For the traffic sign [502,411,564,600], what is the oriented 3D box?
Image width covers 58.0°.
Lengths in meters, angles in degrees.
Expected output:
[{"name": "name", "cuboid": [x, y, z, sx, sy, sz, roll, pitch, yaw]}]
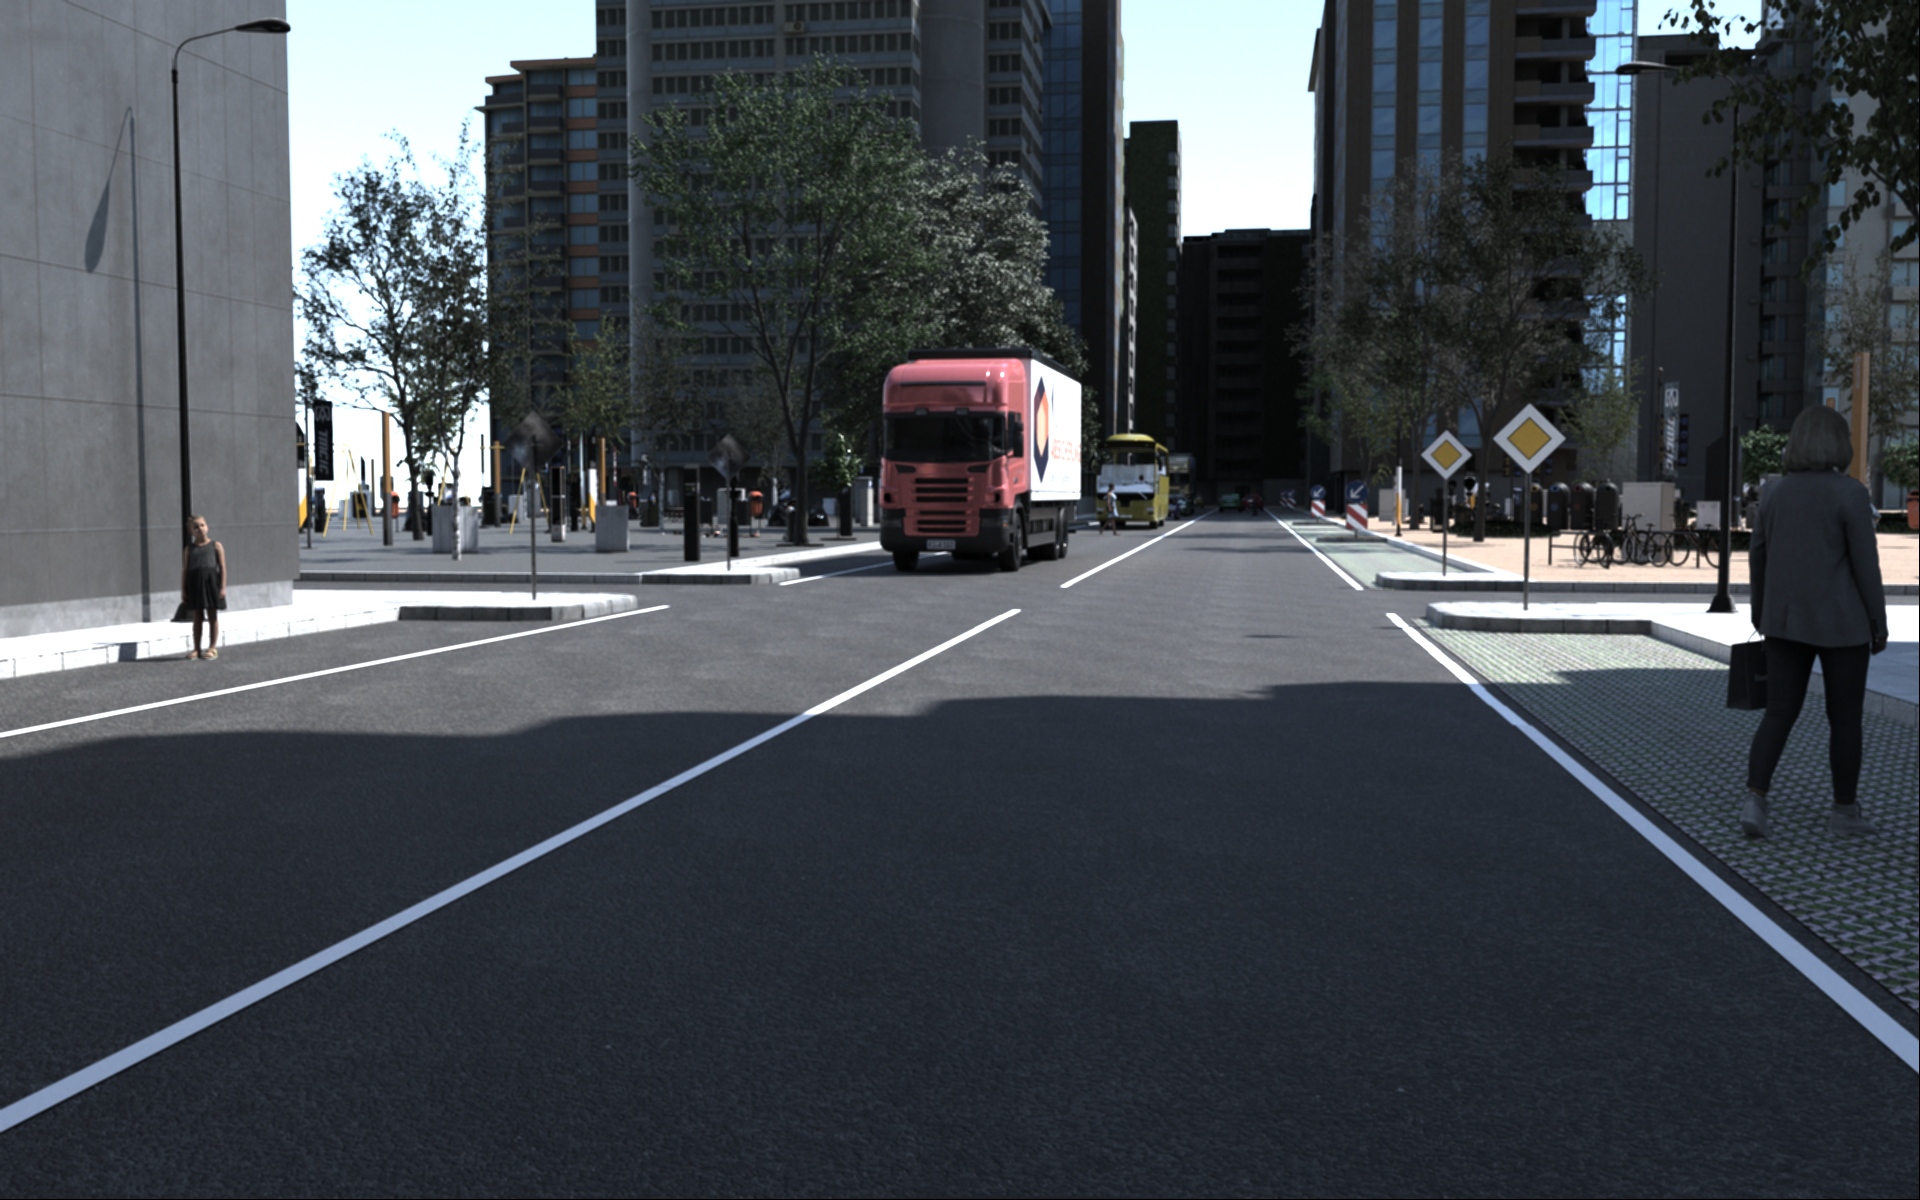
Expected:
[{"name": "traffic sign", "cuboid": [-5.156, -1.057, 20.922, 0.795, 2.450, 0.064, 1, 4, 9]}]

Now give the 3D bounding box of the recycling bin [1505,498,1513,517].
[{"name": "recycling bin", "cuboid": [31.625, -5.280, 98.883, 0.722, 1.027, 0.722, -3, 4, -39]}]

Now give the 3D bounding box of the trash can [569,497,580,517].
[{"name": "trash can", "cuboid": [-21.889, -5.297, 98.263, 0.748, 1.137, 0.748, 0, 3, 0]}]

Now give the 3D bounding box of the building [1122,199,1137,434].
[{"name": "building", "cuboid": [10.429, -24.519, 172.593, 14.107, 30.474, 14.160, 1, 4, 9]}]

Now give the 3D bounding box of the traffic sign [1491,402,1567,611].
[{"name": "traffic sign", "cuboid": [6.230, -0.941, 19.020, 0.795, 2.450, 0.064, 1, 4, 9]}]

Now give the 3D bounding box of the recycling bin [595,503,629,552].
[{"name": "recycling bin", "cuboid": [-7.733, -1.585, 38.462, 0.722, 1.027, 0.722, -1, 4, -12]}]

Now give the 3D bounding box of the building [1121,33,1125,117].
[{"name": "building", "cuboid": [6.528, -28.437, 148.538, 14.154, 41.232, 14.086, 1, 4, 9]}]

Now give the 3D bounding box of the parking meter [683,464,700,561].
[{"name": "parking meter", "cuboid": [-5.118, -1.673, 33.058, 0.255, 1.863, 0.399, 0, 4, 1]}]

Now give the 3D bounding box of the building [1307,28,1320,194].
[{"name": "building", "cuboid": [53.107, -36.993, 194.069, 27.495, 52.752, 28.713, 1, 4, 9]}]

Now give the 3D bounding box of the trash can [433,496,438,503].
[{"name": "trash can", "cuboid": [-32.542, -5.890, 107.953, 0.748, 1.137, 0.748, 0, 3, 0]}]

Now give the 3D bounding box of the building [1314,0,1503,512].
[{"name": "building", "cuboid": [38.772, -30.761, 153.059, 14.600, 45.320, 14.200, 1, 4, 9]}]

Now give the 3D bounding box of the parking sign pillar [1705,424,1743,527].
[{"name": "parking sign pillar", "cuboid": [29.817, -4.840, 67.612, 1.447, 3.967, 1.447, -3, 4, -37]}]

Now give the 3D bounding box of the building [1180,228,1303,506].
[{"name": "building", "cuboid": [31.421, -25.652, 191.118, 14.107, 30.474, 14.160, 1, 4, 9]}]

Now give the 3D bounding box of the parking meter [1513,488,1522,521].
[{"name": "parking meter", "cuboid": [23.332, -3.916, 72.443, 0.372, 1.533, 0.369, 0, 3, 0]}]

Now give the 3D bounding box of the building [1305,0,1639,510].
[{"name": "building", "cuboid": [38.101, -49.931, 129.048, 22.319, 86.520, 31.000, 1, 4, 9]}]

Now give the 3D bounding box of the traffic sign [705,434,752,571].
[{"name": "traffic sign", "cuboid": [-3.850, -1.539, 28.800, 0.795, 2.450, 0.064, 1, 4, 9]}]

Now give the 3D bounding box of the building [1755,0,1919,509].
[{"name": "building", "cuboid": [87.880, -32.710, 154.411, 30.456, 49.044, 23.786, 1, 4, 9]}]

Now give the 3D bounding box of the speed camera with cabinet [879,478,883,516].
[{"name": "speed camera with cabinet", "cuboid": [-3.696, -6.249, 96.499, 0.660, 3.252, 2.038, -3, 5, -40]}]

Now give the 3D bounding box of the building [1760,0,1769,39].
[{"name": "building", "cuboid": [97.533, -45.511, 182.358, 20.611, 71.187, 20.563, 1, 4, 9]}]

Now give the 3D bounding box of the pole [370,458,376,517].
[{"name": "pole", "cuboid": [-33.551, -6.431, 98.989, 0.158, 3.312, 0.155, 0, 3, 0]}]

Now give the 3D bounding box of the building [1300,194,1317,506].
[{"name": "building", "cuboid": [40.779, -24.208, 167.500, 14.160, 30.474, 14.107, 1, 4, 9]}]

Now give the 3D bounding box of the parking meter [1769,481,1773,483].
[{"name": "parking meter", "cuboid": [15.862, -1.539, 33.577, 0.372, 1.533, 0.369, 0, 3, 0]}]

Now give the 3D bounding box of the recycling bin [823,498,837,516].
[{"name": "recycling bin", "cuboid": [-7.699, -5.525, 102.882, 0.722, 1.027, 0.722, 1, 4, 11]}]

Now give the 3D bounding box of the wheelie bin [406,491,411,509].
[{"name": "wheelie bin", "cuboid": [-33.805, -6.061, 107.011, 0.693, 1.594, 0.980, -2, 4, -35]}]

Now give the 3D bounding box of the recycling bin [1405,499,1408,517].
[{"name": "recycling bin", "cuboid": [24.346, -5.098, 95.906, 0.722, 1.027, 0.722, -1, 4, -9]}]

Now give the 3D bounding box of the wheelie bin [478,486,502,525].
[{"name": "wheelie bin", "cuboid": [-19.397, -3.891, 71.528, 0.980, 1.594, 0.693, -2, 4, -23]}]

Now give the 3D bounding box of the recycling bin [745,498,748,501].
[{"name": "recycling bin", "cuboid": [-12.819, -5.619, 104.429, 0.722, 1.027, 0.722, 0, 4, 3]}]

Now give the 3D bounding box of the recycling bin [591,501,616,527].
[{"name": "recycling bin", "cuboid": [-13.768, -3.328, 66.969, 0.722, 1.027, 0.722, 2, 4, 25]}]

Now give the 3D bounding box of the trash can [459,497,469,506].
[{"name": "trash can", "cuboid": [-25.135, -4.640, 87.515, 0.748, 1.137, 0.748, 0, 3, 0]}]

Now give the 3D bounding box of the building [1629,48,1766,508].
[{"name": "building", "cuboid": [65.959, -29.314, 162.876, 14.086, 41.232, 14.154, 1, 4, 9]}]

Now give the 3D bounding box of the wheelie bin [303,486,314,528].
[{"name": "wheelie bin", "cuboid": [-24.710, -3.491, 64.980, 0.980, 1.594, 0.693, -2, 4, -28]}]

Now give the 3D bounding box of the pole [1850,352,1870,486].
[{"name": "pole", "cuboid": [13.006, -1.911, 25.080, 0.158, 3.312, 0.155, 0, 3, 0]}]

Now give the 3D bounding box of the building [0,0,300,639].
[{"name": "building", "cuboid": [-23.258, -12.069, 16.400, 30.058, 24.678, 14.314, 1, 4, 9]}]

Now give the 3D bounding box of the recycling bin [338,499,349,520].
[{"name": "recycling bin", "cuboid": [-30.829, -4.562, 87.146, 0.722, 1.027, 0.722, -3, 4, -36]}]

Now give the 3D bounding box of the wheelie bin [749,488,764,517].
[{"name": "wheelie bin", "cuboid": [-11.551, -5.500, 97.830, 0.980, 1.594, 0.693, 1, 4, 12]}]

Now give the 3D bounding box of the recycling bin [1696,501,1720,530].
[{"name": "recycling bin", "cuboid": [26.151, -2.937, 60.572, 0.722, 1.027, 0.722, 1, 4, 20]}]

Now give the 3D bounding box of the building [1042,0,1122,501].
[{"name": "building", "cuboid": [5.043, -29.617, 134.350, 14.600, 45.320, 14.200, 1, 4, 9]}]

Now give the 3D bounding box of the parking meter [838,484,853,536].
[{"name": "parking meter", "cuboid": [-3.490, -2.880, 52.795, 0.399, 1.863, 0.255, 0, 4, 8]}]

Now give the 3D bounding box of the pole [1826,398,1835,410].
[{"name": "pole", "cuboid": [18.529, -2.637, 36.951, 0.158, 3.312, 0.155, 0, 3, 0]}]

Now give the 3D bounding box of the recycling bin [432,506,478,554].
[{"name": "recycling bin", "cuboid": [-10.975, -1.535, 37.646, 0.722, 1.027, 0.722, 3, 5, 39]}]

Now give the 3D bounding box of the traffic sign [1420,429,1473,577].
[{"name": "traffic sign", "cuboid": [7.536, -1.422, 26.898, 0.795, 2.450, 0.064, 1, 4, 9]}]

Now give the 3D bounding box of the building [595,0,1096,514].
[{"name": "building", "cuboid": [-7.349, -26.015, 117.233, 32.217, 40.220, 23.993, 1, 4, 9]}]

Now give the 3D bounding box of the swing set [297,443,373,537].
[{"name": "swing set", "cuboid": [-20.141, -3.426, 53.634, 3.119, 2.851, 2.862, 1, 4, 11]}]

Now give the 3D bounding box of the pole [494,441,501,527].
[{"name": "pole", "cuboid": [-17.797, -4.450, 66.595, 0.158, 3.312, 0.155, 0, 3, 0]}]

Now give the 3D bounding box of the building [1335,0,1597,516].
[{"name": "building", "cuboid": [30.667, -27.991, 107.757, 14.600, 45.320, 14.200, 1, 4, 9]}]

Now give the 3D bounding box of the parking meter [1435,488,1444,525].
[{"name": "parking meter", "cuboid": [19.868, -3.873, 71.729, 0.372, 1.533, 0.369, 0, 3, 0]}]

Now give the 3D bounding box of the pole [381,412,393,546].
[{"name": "pole", "cuboid": [-14.290, -3.017, 43.176, 0.158, 3.312, 0.155, 0, 3, 0]}]

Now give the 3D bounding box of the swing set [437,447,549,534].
[{"name": "swing set", "cuboid": [-15.655, -3.662, 57.489, 3.119, 2.851, 2.862, 1, 4, 14]}]

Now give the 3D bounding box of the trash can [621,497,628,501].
[{"name": "trash can", "cuboid": [-19.932, -5.561, 102.582, 0.748, 1.137, 0.748, 0, 3, 0]}]

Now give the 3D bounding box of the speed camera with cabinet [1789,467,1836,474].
[{"name": "speed camera with cabinet", "cuboid": [34.019, -4.568, 69.019, 0.660, 3.252, 2.038, -2, 4, -24]}]

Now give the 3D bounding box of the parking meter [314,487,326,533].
[{"name": "parking meter", "cuboid": [-21.403, -3.028, 57.912, 0.372, 1.533, 0.369, 0, 3, 0]}]

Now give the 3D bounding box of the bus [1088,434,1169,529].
[{"name": "bus", "cuboid": [7.460, -5.059, 74.260, 2.896, 3.916, 12.252, 1, 4, 9]}]

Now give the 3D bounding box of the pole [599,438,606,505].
[{"name": "pole", "cuboid": [-13.016, -4.231, 63.024, 0.158, 3.312, 0.155, 0, 3, 0]}]

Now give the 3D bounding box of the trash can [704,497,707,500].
[{"name": "trash can", "cuboid": [-14.028, -5.020, 93.729, 0.748, 1.137, 0.748, 0, 3, 0]}]

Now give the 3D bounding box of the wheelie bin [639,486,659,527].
[{"name": "wheelie bin", "cuboid": [-12.066, -3.643, 67.475, 0.693, 1.594, 0.980, -3, 5, -45]}]

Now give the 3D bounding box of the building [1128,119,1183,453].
[{"name": "building", "cuboid": [17.562, -31.179, 193.376, 14.086, 41.232, 14.154, 1, 4, 9]}]

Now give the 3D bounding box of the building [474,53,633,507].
[{"name": "building", "cuboid": [-31.905, -31.800, 174.559, 28.867, 44.769, 22.147, 1, 4, 9]}]

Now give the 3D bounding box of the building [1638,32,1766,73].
[{"name": "building", "cuboid": [76.718, -34.424, 186.534, 21.600, 48.544, 21.300, 1, 4, 9]}]

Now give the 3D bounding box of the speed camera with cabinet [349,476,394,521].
[{"name": "speed camera with cabinet", "cuboid": [-28.065, -5.398, 82.589, 2.038, 3.252, 0.660, -1, 4, -22]}]
